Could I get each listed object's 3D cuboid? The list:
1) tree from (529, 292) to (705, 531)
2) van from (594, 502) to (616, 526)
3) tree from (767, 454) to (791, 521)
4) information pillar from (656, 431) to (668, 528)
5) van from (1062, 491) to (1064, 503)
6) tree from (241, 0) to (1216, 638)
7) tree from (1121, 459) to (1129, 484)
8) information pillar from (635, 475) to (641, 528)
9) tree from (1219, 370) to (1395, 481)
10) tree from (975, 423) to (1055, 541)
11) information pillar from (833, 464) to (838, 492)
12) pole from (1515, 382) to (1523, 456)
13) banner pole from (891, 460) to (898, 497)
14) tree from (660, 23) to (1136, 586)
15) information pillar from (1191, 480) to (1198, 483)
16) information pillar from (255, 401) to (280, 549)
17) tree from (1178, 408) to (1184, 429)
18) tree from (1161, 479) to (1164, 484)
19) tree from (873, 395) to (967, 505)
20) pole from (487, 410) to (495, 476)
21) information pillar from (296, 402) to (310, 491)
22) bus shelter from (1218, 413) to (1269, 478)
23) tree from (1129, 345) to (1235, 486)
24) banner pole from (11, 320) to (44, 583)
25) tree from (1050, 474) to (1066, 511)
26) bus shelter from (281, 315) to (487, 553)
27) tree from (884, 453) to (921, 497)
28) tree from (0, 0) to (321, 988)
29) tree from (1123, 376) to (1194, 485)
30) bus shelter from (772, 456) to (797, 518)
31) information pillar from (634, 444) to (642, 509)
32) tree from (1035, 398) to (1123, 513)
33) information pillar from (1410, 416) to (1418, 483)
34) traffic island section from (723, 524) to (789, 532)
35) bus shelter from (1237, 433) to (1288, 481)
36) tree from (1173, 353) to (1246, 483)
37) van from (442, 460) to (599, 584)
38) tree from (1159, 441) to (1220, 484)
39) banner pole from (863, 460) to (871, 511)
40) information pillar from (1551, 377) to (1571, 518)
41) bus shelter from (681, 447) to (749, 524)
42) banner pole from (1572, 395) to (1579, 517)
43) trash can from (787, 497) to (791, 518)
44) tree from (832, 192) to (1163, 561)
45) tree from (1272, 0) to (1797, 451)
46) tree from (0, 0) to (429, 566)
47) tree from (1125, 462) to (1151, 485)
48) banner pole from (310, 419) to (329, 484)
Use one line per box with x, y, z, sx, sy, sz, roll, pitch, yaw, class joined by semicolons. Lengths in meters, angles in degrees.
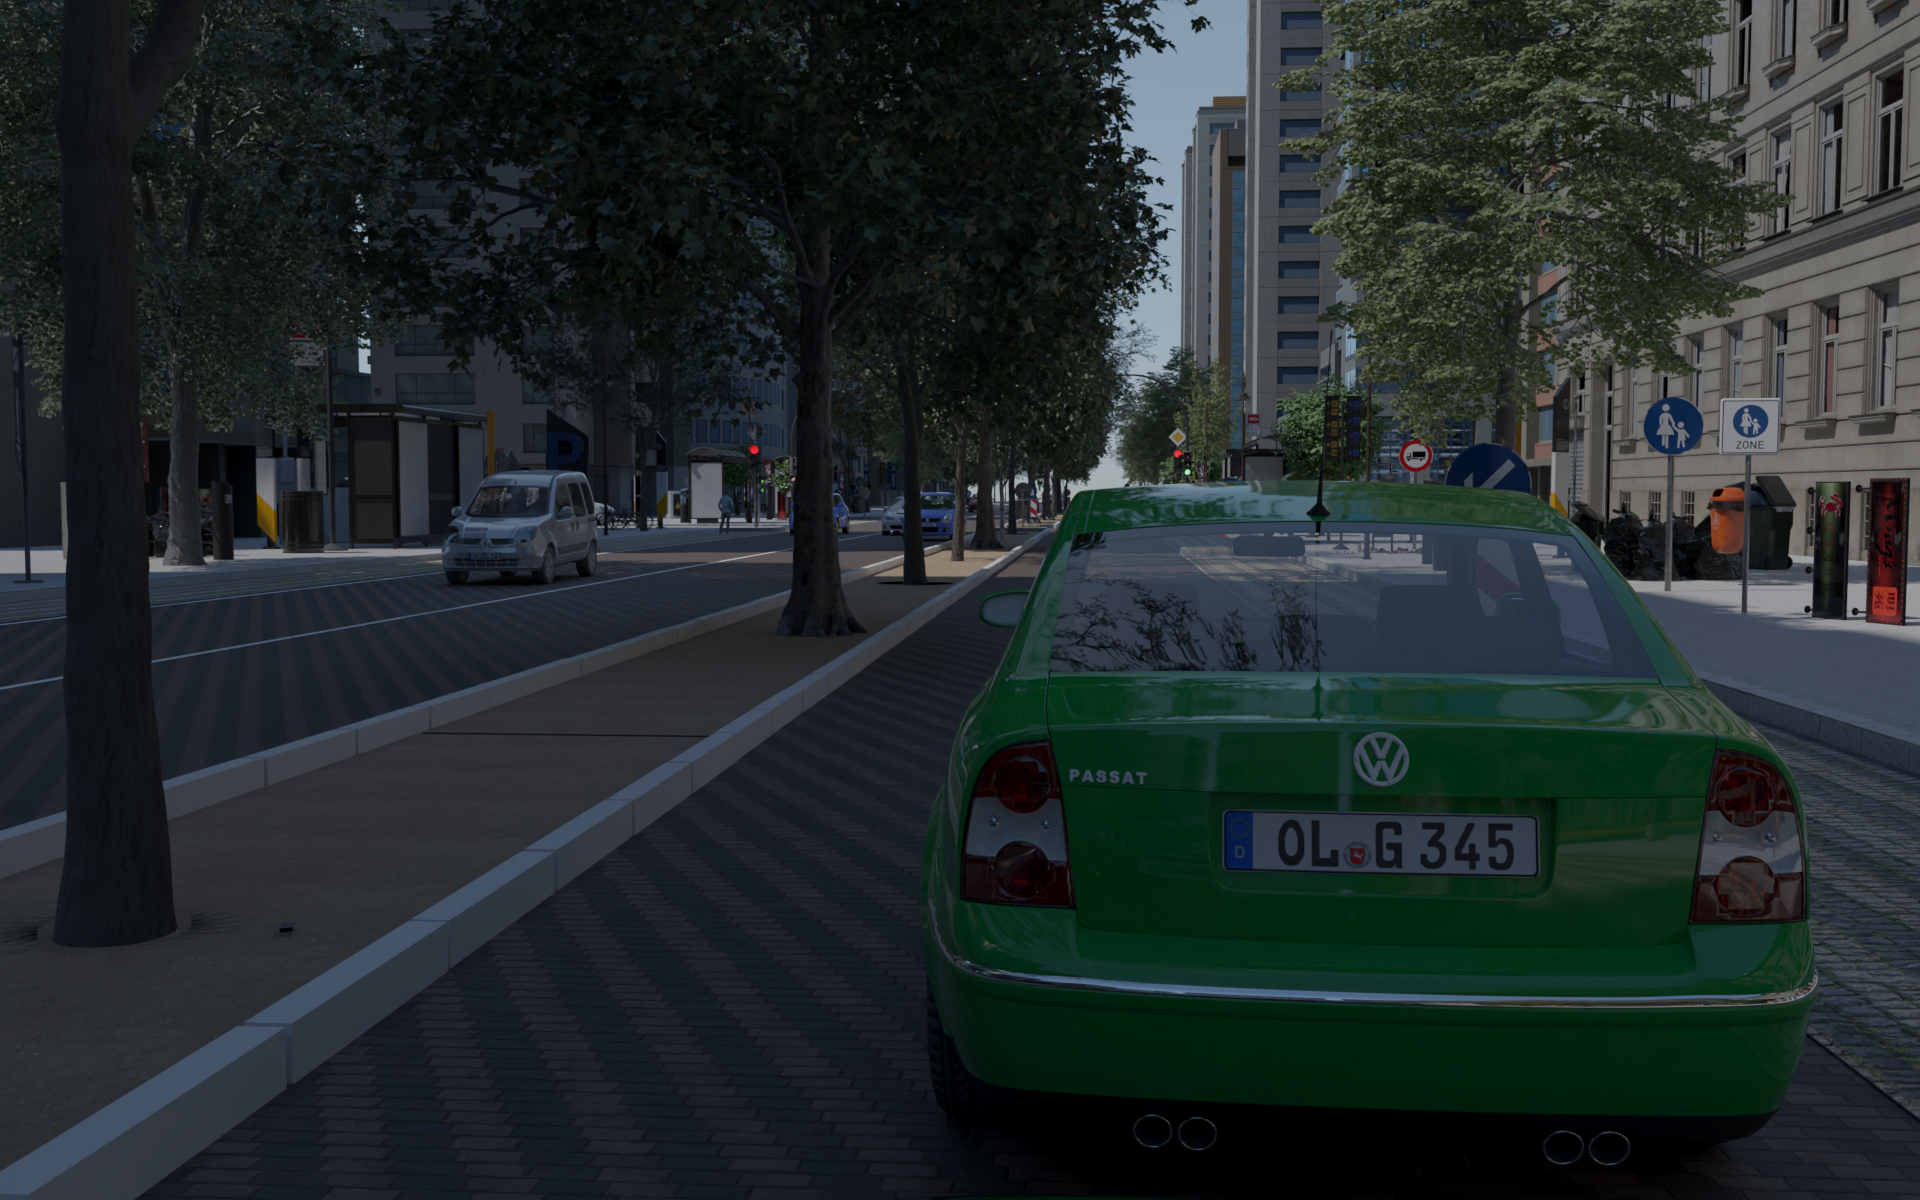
-11.034;-7.628;59.135;8.767;10.594;7.601;1;4;16;tree
-16.153;-3.905;70.854;4.112;2.044;2.013;0;4;5;van
-8.377;-5.468;84.008;1.663;3.219;1.824;0;3;0;tree
-11.123;-4.480;64.596;0.504;3.616;0.183;2;4;32;information pillar
12.659;-13.194;222.724;2.013;2.044;4.112;0;4;3;van
-1.475;-5.979;17.216;9.611;12.733;9.660;0;3;0;tree
27.884;-21.055;262.378;7.486;12.596;7.792;0;3;0;tree
-12.131;-3.746;65.736;0.304;2.012;0.304;1;4;22;information pillar
9.886;-3.809;45.999;4.285;4.588;4.351;0;3;0;tree
1.272;-6.065;51.975;4.360;8.622;3.978;0;3;0;tree
-9.735;-8.766;134.675;0.504;3.616;0.183;0;4;-7;information pillar
10.149;-2.314;31.679;0.158;3.312;0.155;0;3;0;pole
-4.775;-8.398;127.317;0.863;3.779;0.401;3;4;36;banner pole
-0.813;-6.047;27.079;9.928;11.665;9.643;0;3;0;tree
12.004;-5.151;88.703;0.304;2.012;0.304;2;4;29;information pillar
-16.119;-2.991;40.257;0.504;3.616;0.183;1;4;17;information pillar
18.072;-13.417;153.784;7.601;10.594;8.767;-1;4;-11;tree
19.959;-10.674;169.119;1.663;3.219;1.824;0;3;0;tree
-4.518;-13.951;146.220;7.486;12.596;7.792;0;3;0;tree
-11.455;-2.967;42.347;0.158;3.312;0.155;0;3;0;pole
-15.346;-3.004;40.475;0.183;3.616;0.504;0;4;6;information pillar
13.675;-6.500;83.913;2.179;5.291;8.768;0;4;5;bus shelter
17.147;-13.131;132.816;7.486;12.596;7.792;0;3;0;tree
-13.414;-2.124;24.742;0.401;3.779;0.863;-1;4;-18;banner pole
8.755;-11.811;145.932;4.737;8.622;4.395;0;3;0;tree
-13.770;-3.911;41.582;2.179;5.291;8.768;0;4;5;bus shelter
-4.751;-9.504;139.110;4.285;4.588;4.351;0;3;0;tree
-2.756;-5.659;5.357;12.009;13.543;11.850;0;3;0;tree
20.934;-16.946;183.727;9.857;13.997;8.962;0;3;0;tree
-8.923;-6.108;93.782;2.014;3.302;5.546;0;4;5;bus shelter
-14.986;-5.460;80.631;0.183;3.616;0.504;2;4;32;information pillar
7.424;-13.485;129.593;9.857;13.997;8.962;0;3;0;tree
11.901;-3.308;45.439;0.183;3.616;0.504;2;4;28;information pillar
-7.893;-2.733;66.964;2.009;0.180;2.903;0;4;5;traffic island section
10.729;-4.017;59.596;2.014;3.302;5.546;0;4;5;bus shelter
12.997;-8.619;91.279;4.737;8.622;4.395;0;3;0;tree
-7.287;-1.339;28.912;2.013;2.044;4.112;0;4;3;van
14.525;-7.757;110.541;4.285;4.588;4.351;0;3;0;tree
-6.819;-8.454;128.247;0.863;3.779;0.401;3;4;37;banner pole
11.956;-2.637;34.475;0.504;3.616;0.183;-3;4;-39;information pillar
-10.776;-5.099;77.285;2.014;3.302;5.546;0;4;5;bus shelter
15.486;-3.279;43.623;0.401;3.779;0.863;1;4;19;banner pole
-8.728;-4.822;90.497;0.748;1.137;0.748;0;3;0;trash can
-0.104;-6.067;36.066;8.767;10.594;7.601;0;4;5;tree
8.727;-6.648;26.830;7.486;12.596;7.792;0;3;0;tree
-14.003;-7.599;30.891;9.857;13.997;8.962;0;3;0;tree
22.751;-16.093;213.480;4.737;8.622;4.395;0;3;0;tree
-18.541;-3.702;50.538;0.863;3.779;0.401;-3;4;-38;banner pole
